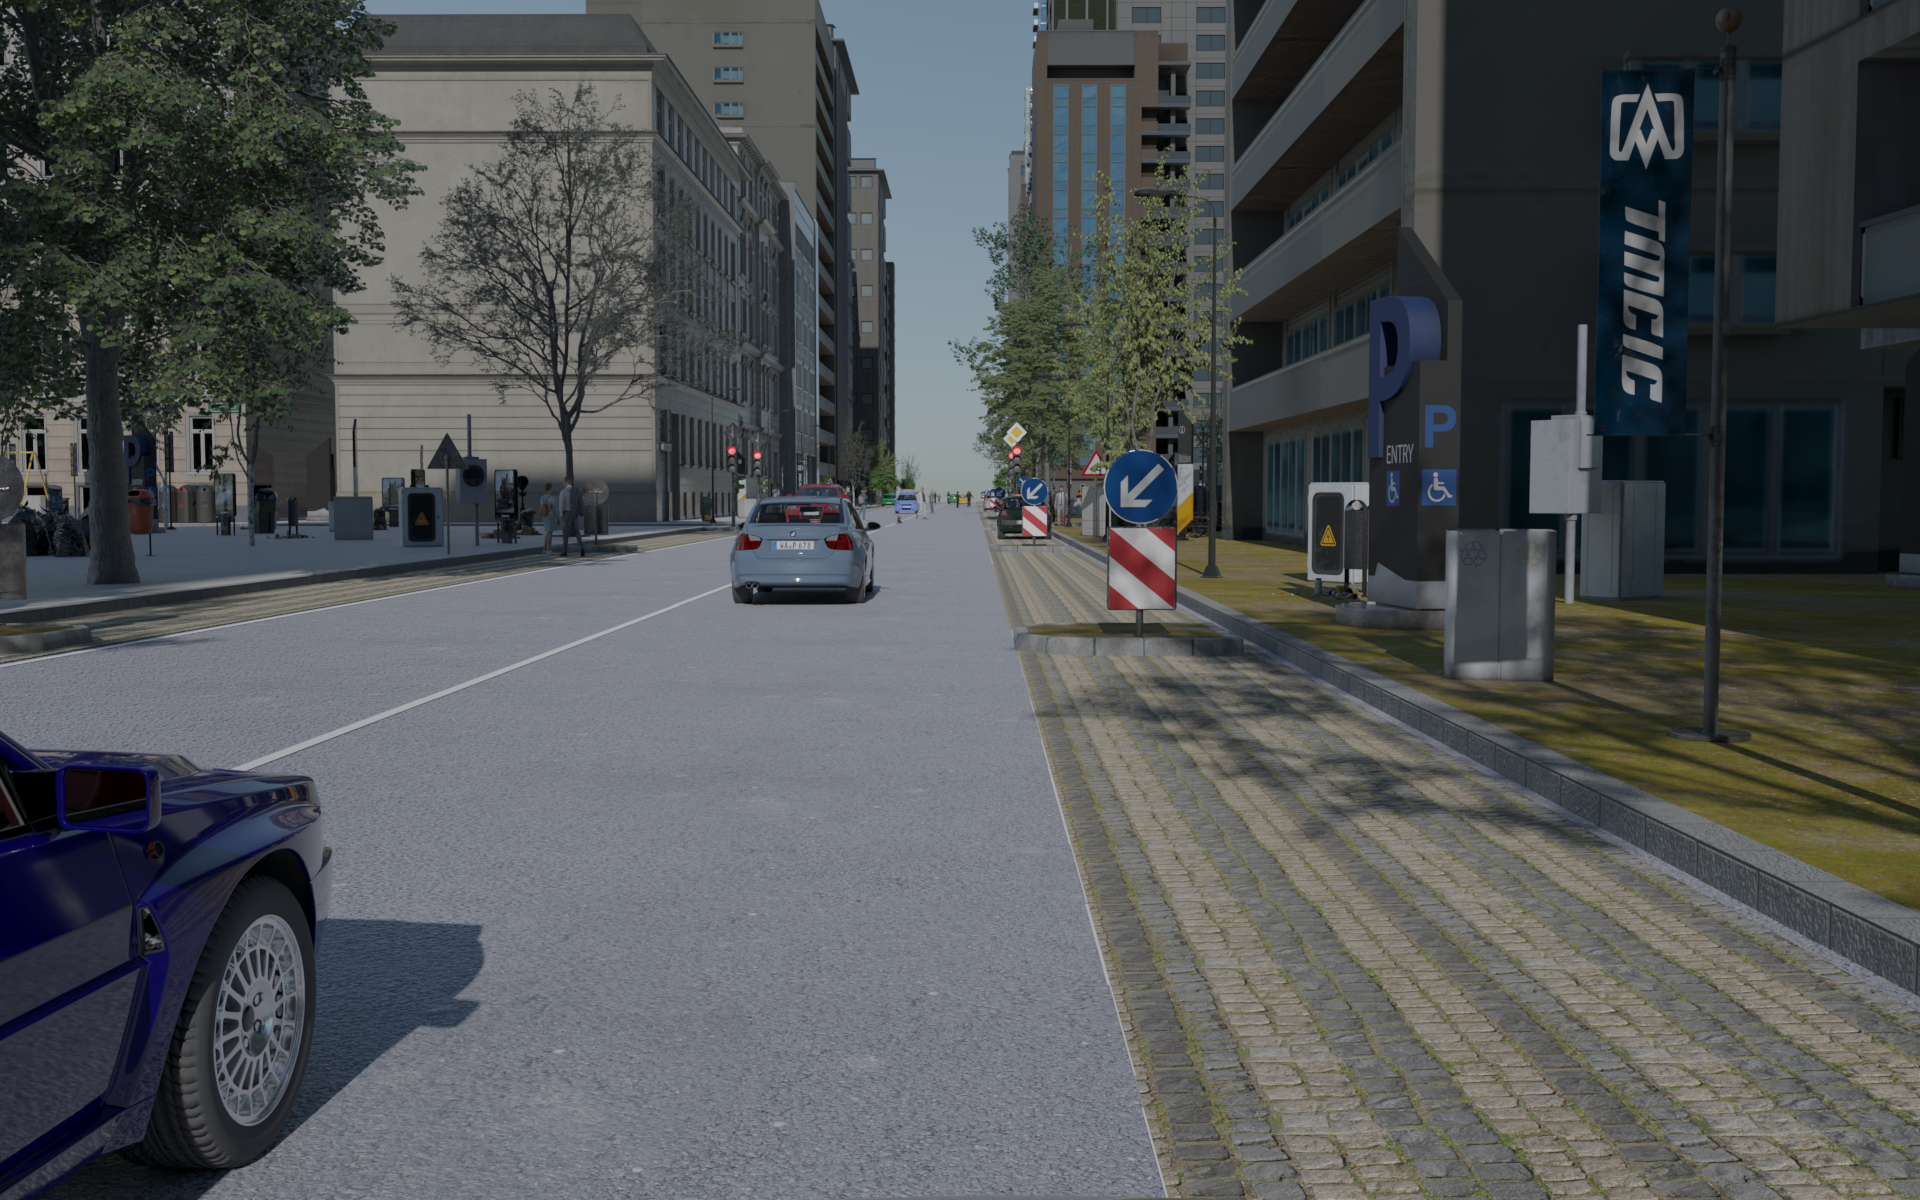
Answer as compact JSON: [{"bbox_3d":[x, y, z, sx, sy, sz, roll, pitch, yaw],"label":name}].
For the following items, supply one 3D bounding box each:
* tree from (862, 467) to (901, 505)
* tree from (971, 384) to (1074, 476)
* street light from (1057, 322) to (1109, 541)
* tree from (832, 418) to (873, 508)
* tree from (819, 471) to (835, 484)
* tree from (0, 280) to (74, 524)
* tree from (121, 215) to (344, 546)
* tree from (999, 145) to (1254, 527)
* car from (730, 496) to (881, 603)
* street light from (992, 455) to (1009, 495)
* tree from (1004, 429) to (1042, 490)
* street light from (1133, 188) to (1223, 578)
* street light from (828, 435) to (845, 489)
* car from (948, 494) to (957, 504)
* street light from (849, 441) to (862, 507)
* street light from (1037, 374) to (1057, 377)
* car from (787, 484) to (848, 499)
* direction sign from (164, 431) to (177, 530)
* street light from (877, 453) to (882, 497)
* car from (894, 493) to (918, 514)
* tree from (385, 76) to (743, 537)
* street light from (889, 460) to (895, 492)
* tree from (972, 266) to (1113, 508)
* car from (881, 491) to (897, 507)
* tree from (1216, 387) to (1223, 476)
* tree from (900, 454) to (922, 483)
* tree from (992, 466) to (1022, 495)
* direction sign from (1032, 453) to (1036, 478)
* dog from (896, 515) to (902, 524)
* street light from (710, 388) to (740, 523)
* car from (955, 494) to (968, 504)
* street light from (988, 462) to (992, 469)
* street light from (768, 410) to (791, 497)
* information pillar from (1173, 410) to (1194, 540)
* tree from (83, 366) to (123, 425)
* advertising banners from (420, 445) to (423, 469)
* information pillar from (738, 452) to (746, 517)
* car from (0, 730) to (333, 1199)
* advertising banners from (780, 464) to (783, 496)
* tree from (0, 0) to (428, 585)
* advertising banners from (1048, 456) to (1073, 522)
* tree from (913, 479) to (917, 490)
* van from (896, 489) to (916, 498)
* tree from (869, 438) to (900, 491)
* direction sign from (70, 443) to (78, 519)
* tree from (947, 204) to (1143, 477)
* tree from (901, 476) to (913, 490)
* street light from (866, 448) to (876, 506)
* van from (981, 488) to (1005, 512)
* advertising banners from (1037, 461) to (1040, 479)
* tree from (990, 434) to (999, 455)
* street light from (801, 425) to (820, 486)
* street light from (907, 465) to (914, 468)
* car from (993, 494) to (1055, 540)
[{"bbox_3d":[-10.374,-14.974,228.534,4.285,4.588,4.351,0,3,0],"label":"tree"},{"bbox_3d":[5.132,-12.821,144.031,8.767,10.594,7.601,-1,4,-9],"label":"tree"},{"bbox_3d":[3.456,-4.546,46.870,1.470,5.913,1.316,0,4,0],"label":"street light"},{"bbox_3d":[-10.140,-13.115,164.793,4.360,8.622,3.978,0,3,0],"label":"tree"},{"bbox_3d":[-10.514,-8.889,139.941,1.663,3.219,1.824,0,3,0],"label":"tree"},{"bbox_3d":[-30.564,-6.412,55.192,4.737,8.622,4.395,0,3,0],"label":"tree"},{"bbox_3d":[-17.523,-5.656,42.836,4.360,8.622,3.978,0,3,0],"label":"tree"},{"bbox_3d":[4.135,-5.341,37.681,4.737,8.622,4.395,0,3,0],"label":"tree"},{"bbox_3d":[-2.120,-0.732,23.976,2.014,1.417,4.499,0,4,0],"label":"car"},{"bbox_3d":[4.833,-14.329,206.814,1.470,5.913,1.316,0,4,0],"label":"street light"},{"bbox_3d":[5.851,-12.504,154.806,4.360,8.622,3.978,0,3,0],"label":"tree"},{"bbox_3d":[3.328,-3.297,26.447,1.470,5.913,1.316,0,4,0],"label":"street light"},{"bbox_3d":[-9.838,-10.071,137.202,1.470,5.913,1.316,0,4,0],"label":"street light"},{"bbox_3d":[-0.736,-14.329,243.081,1.959,1.807,4.718,0,4,-1],"label":"car"},{"bbox_3d":[-9.651,-10.990,152.224,1.470,5.913,1.316,0,4,0],"label":"street light"},{"bbox_3d":[3.685,-5.778,67.008,1.470,5.913,1.316,0,4,0],"label":"street light"},{"bbox_3d":[-5.243,-3.423,64.634,2.281,1.827,5.304,0,4,2],"label":"car"},{"bbox_3d":[-28.390,-4.296,62.234,0.379,3.537,0.876,0,4,-6],"label":"direction sign"},{"bbox_3d":[-9.449,-13.549,194.072,1.470,5.913,1.316,0,4,0],"label":"street light"},{"bbox_3d":[-3.905,-7.199,127.291,1.945,1.707,3.694,0,4,-1],"label":"car"},{"bbox_3d":[-11.695,-8.635,51.551,12.009,13.543,11.850,0,3,0],"label":"tree"},{"bbox_3d":[-9.136,-14.781,214.210,1.470,5.913,1.316,0,4,0],"label":"street light"},{"bbox_3d":[4.221,-10.287,86.315,7.486,12.596,7.792,0,3,0],"label":"tree"},{"bbox_3d":[-7.701,-11.102,190.321,1.959,1.807,4.718,0,4,1],"label":"car"},{"bbox_3d":[16.892,-9.304,102.480,4.360,8.622,3.978,0,3,0],"label":"tree"},{"bbox_3d":[-9.140,-22.026,310.478,4.360,8.622,3.978,0,3,0],"label":"tree"},{"bbox_3d":[5.145,-11.967,179.375,4.285,4.588,4.351,0,3,0],"label":"tree"},{"bbox_3d":[4.108,-6.357,95.939,0.379,3.537,0.876,1,4,14],"label":"direction sign"},{"bbox_3d":[-3.028,-3.911,84.131,0.550,0.427,0.748,2,4,29],"label":"dog"},{"bbox_3d":[-10.272,-6.308,75.670,1.470,5.913,1.316,0,4,0],"label":"street light"},{"bbox_3d":[0.416,-12.878,220.780,2.015,1.641,3.980,0,4,0],"label":"car"},{"bbox_3d":[5.130,-16.953,249.717,1.470,5.913,1.316,0,4,0],"label":"street light"},{"bbox_3d":[-10.056,-7.539,95.808,1.470,5.913,1.316,0,4,0],"label":"street light"},{"bbox_3d":[6.233,-3.462,47.962,0.504,3.616,0.183,3,5,45],"label":"information pillar"},{"bbox_3d":[-30.239,-7.024,65.207,4.360,8.622,3.978,0,3,0],"label":"tree"},{"bbox_3d":[-18.781,-3.957,60.887,0.090,3.025,2.074,-2,4,-25],"label":"advertising banners"},{"bbox_3d":[-11.968,-6.337,94.969,0.504,3.616,0.183,1,4,23],"label":"information pillar"},{"bbox_3d":[-2.391,0.612,2.567,1.945,1.354,3.894,0,4,2],"label":"car"},{"bbox_3d":[-10.540,-6.445,101.571,0.090,3.025,2.074,0,4,4],"label":"advertising banners"},{"bbox_3d":[-12.117,-7.205,24.451,9.857,13.997,8.962,0,3,0],"label":"tree"},{"bbox_3d":[4.595,-5.056,78.854,0.090,3.025,2.074,2,4,35],"label":"advertising banners"},{"bbox_3d":[-9.184,-19.423,301.286,4.285,4.588,4.351,0,3,0],"label":"tree"},{"bbox_3d":[-4.754,-9.127,156.238,2.013,2.044,4.112,0,4,-1],"label":"van"},{"bbox_3d":[-10.000,-16.596,221.706,4.737,8.622,4.395,0,3,0],"label":"tree"},{"bbox_3d":[-39.212,-5.181,76.703,0.379,3.537,0.876,-3,5,-43],"label":"direction sign"},{"bbox_3d":[5.586,-15.626,111.372,12.611,20.169,13.585,0,3,0],"label":"tree"},{"bbox_3d":[-9.698,-15.614,239.005,4.285,4.588,4.351,0,3,0],"label":"tree"},{"bbox_3d":[-9.465,-12.291,173.504,1.470,5.913,1.316,0,4,0],"label":"street light"},{"bbox_3d":[2.590,-7.590,131.104,2.013,2.044,4.112,0,4,1],"label":"van"},{"bbox_3d":[4.433,-5.940,93.303,0.090,3.025,2.074,1,4,20],"label":"advertising banners"},{"bbox_3d":[4.748,-11.357,136.056,4.737,8.622,4.395,0,3,0],"label":"tree"},{"bbox_3d":[-10.085,-8.790,116.259,1.470,5.913,1.316,0,4,0],"label":"street light"},{"bbox_3d":[-8.514,-19.799,296.254,1.470,5.913,1.316,0,4,0],"label":"street light"},{"bbox_3d":[2.056,-2.805,55.655,2.009,1.686,4.222,0,4,1],"label":"car"}]
